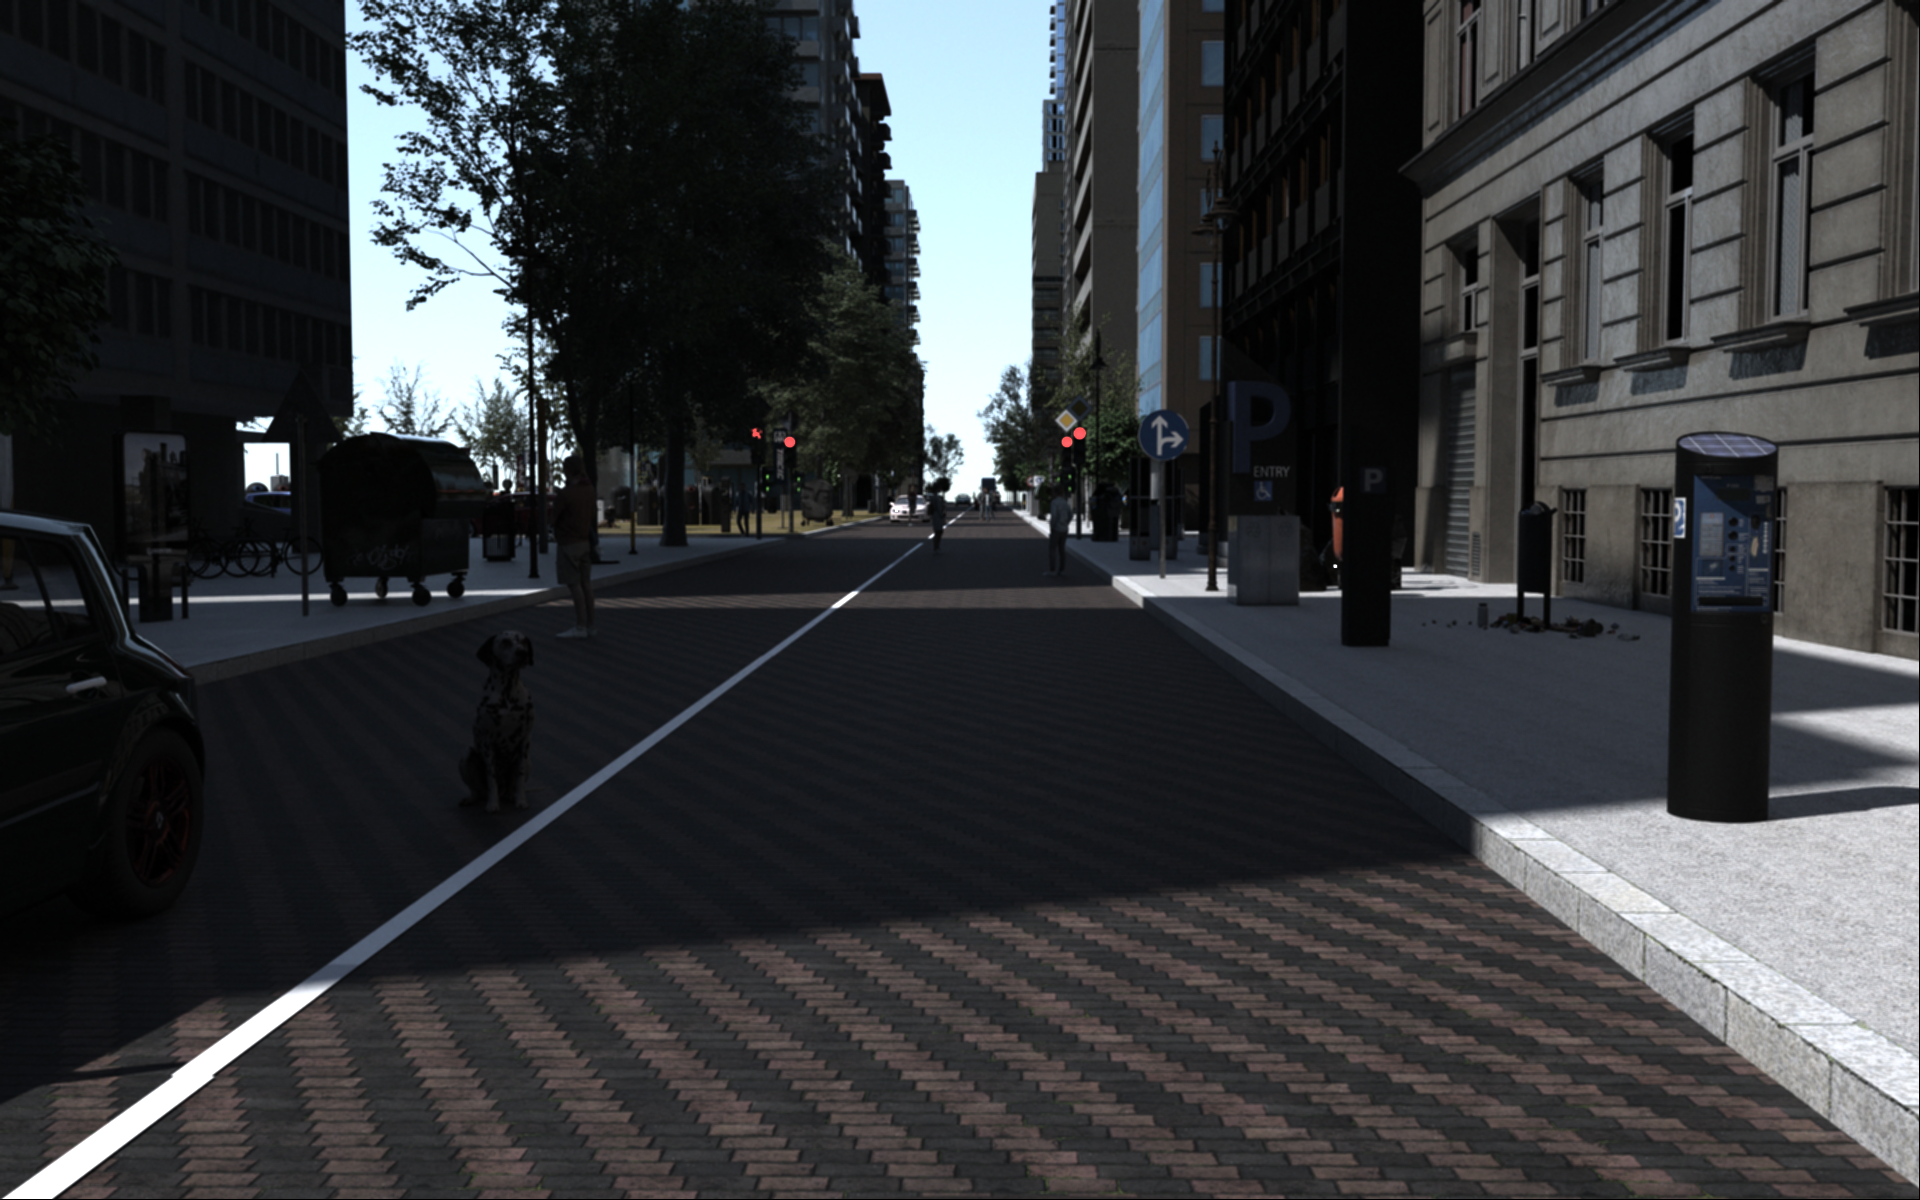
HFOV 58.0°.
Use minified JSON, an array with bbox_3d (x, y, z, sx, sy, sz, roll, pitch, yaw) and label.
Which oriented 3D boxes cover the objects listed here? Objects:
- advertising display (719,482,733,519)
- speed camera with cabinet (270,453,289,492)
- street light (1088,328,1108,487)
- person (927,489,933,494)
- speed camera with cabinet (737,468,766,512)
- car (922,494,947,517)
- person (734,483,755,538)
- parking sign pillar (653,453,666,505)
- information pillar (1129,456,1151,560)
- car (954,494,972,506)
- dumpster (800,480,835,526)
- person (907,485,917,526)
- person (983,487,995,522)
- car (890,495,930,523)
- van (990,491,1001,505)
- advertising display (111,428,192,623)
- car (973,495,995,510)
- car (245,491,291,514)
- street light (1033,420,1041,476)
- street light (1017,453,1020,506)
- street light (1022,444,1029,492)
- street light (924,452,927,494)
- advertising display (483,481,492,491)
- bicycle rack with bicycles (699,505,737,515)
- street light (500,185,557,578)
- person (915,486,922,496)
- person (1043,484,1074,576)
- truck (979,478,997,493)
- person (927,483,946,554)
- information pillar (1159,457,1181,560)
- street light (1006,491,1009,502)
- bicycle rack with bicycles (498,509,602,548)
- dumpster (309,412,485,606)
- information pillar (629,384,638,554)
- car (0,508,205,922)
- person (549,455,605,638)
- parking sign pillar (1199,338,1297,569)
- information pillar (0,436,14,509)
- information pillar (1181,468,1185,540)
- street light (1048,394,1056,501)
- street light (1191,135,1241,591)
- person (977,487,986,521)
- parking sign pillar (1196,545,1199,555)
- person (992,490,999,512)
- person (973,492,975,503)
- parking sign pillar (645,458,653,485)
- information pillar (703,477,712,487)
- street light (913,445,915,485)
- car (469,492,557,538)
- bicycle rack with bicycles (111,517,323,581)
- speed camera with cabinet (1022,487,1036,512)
[{"bbox_3d":[-12.214,-5.210,90.400,0.974,1.923,0.123,3,5,40],"label":"advertising display"},{"bbox_3d":[-31.911,-5.417,82.910,2.038,3.252,0.660,0,4,7],"label":"speed camera with cabinet"},{"bbox_3d":[3.844,-4.626,48.427,0.468,5.910,1.993,0,4,1],"label":"street light"},{"bbox_3d":[-2.093,-6.920,121.828,0.592,1.802,0.473,3,5,40],"label":"person"},{"bbox_3d":[-15.035,-7.981,124.824,2.038,3.252,0.660,1,4,8],"label":"speed camera with cabinet"},{"bbox_3d":[-1.802,-6.035,108.456,2.009,1.686,4.222,0,4,3],"label":"car"},{"bbox_3d":[-6.693,-2.746,53.747,0.601,1.785,0.444,1,4,17],"label":"person"},{"bbox_3d":[-14.733,-6.106,88.307,1.447,3.967,1.447,-1,4,-14],"label":"parking sign pillar"},{"bbox_3d":[3.493,-1.779,33.575,0.304,2.012,0.304,-2,4,-31],"label":"information pillar"},{"bbox_3d":[0.373,-11.899,206.339,2.131,1.459,4.920,0,4,1],"label":"car"},{"bbox_3d":[-5.739,-3.904,69.583,1.264,1.857,1.865,0,4,1],"label":"dumpster"},{"bbox_3d":[-2.185,-4.295,78.698,0.573,1.828,0.580,-3,5,-40],"label":"person"},{"bbox_3d":[1.488,-4.967,90.056,0.623,1.781,0.721,1,4,22],"label":"person"},{"bbox_3d":[-2.495,-4.615,87.813,2.083,1.381,4.827,0,4,2],"label":"car"},{"bbox_3d":[4.633,-13.914,234.509,2.013,2.044,4.112,0,4,-1],"label":"van"},{"bbox_3d":[-8.094,-0.744,17.385,0.123,1.923,0.974,1,4,14],"label":"advertising display"},{"bbox_3d":[2.259,-9.009,156.339,2.155,1.783,4.494,0,4,2],"label":"car"},{"bbox_3d":[-20.713,-2.725,54.146,3.694,1.707,1.945,0,4,1],"label":"car"},{"bbox_3d":[4.708,-8.145,105.957,0.468,5.910,1.993,0,4,1],"label":"street light"},{"bbox_3d":[5.630,-11.215,156.146,0.468,5.910,1.993,0,4,1],"label":"street light"},{"bbox_3d":[5.125,-9.711,131.562,0.468,5.910,1.993,0,4,1],"label":"street light"},{"bbox_3d":[-3.719,-13.004,185.398,0.468,5.910,1.993,0,4,1],"label":"street light"},{"bbox_3d":[-23.712,-4.953,86.189,0.123,1.923,0.974,3,5,40],"label":"advertising display"},{"bbox_3d":[-14.578,-5.533,103.843,2.925,0.926,2.852,0,4,-2],"label":"bicycle rack with bicycles"},{"bbox_3d":[-6.522,-3.275,26.337,0.468,5.910,1.993,0,4,1],"label":"street light"},{"bbox_3d":[-2.455,-5.475,97.370,0.474,1.900,0.648,2,4,24],"label":"person"},{"bbox_3d":[1.732,-1.229,30.397,0.589,1.601,0.330,-3,4,-37],"label":"person"},{"bbox_3d":[4.762,-17.646,278.264,2.967,4.110,18.799,0,4,-1],"label":"truck"},{"bbox_3d":[-0.549,-1.962,41.585,0.522,1.701,0.512,-1,4,-21],"label":"person"},{"bbox_3d":[4.089,-1.804,33.988,0.304,2.012,0.304,1,4,21],"label":"information pillar"},{"bbox_3d":[7.486,-17.925,265.853,0.468,5.910,1.993,0,4,1],"label":"street light"},{"bbox_3d":[-9.869,-1.751,42.016,2.852,0.926,2.925,0,4,4],"label":"bicycle rack with bicycles"},{"bbox_3d":[-6.641,-1.102,20.510,1.502,2.255,1.985,0,4,1],"label":"dumpster"},{"bbox_3d":[-6.998,-2.791,36.980,0.183,3.616,0.504,-1,4,-9],"label":"information pillar"},{"bbox_3d":[-3.616,0.320,4.555,2.009,1.686,4.222,0,4,2],"label":"car"},{"bbox_3d":[-3.852,-0.546,17.396,0.573,1.828,0.580,-2,4,-25],"label":"person"},{"bbox_3d":[5.183,-2.548,30.133,1.447,3.967,1.447,-1,4,-17],"label":"parking sign pillar"},{"bbox_3d":[-12.807,-1.950,23.240,0.183,3.616,0.504,-1,4,-20],"label":"information pillar"},{"bbox_3d":[6.059,-2.666,48.088,0.304,2.012,0.304,1,4,22],"label":"information pillar"},{"bbox_3d":[4.342,-6.591,80.544,0.468,5.910,1.993,0,4,1],"label":"street light"},{"bbox_3d":[3.345,-3.059,22.795,0.468,5.910,1.993,0,4,1],"label":"street light"},{"bbox_3d":[1.228,-5.223,93.996,0.391,1.810,0.635,2,4,35],"label":"person"},{"bbox_3d":[5.759,-2.952,36.743,1.447,3.967,1.447,2,4,26],"label":"parking sign pillar"},{"bbox_3d":[2.777,-7.908,138.319,0.617,1.759,0.750,1,4,19],"label":"person"},{"bbox_3d":[2.143,-15.806,266.906,0.705,1.826,1.348,0,4,-7],"label":"person"},{"bbox_3d":[-22.490,-8.486,127.215,1.447,3.967,1.447,-3,5,-44],"label":"parking sign pillar"},{"bbox_3d":[-11.186,-4.420,76.756,0.304,2.012,0.304,3,4,38],"label":"information pillar"},{"bbox_3d":[-4.306,-11.438,159.793,0.468,5.910,1.993,0,4,1],"label":"street light"},{"bbox_3d":[-13.519,-2.669,52.684,4.494,1.783,2.155,0,4,2],"label":"car"},{"bbox_3d":[-11.491,-0.835,27.028,2.925,0.926,2.852,-1,4,-19],"label":"bicycle rack with bicycles"},{"bbox_3d":[5.121,-7.987,124.919,0.660,3.252,2.038,-1,4,-21],"label":"speed camera with cabinet"}]
